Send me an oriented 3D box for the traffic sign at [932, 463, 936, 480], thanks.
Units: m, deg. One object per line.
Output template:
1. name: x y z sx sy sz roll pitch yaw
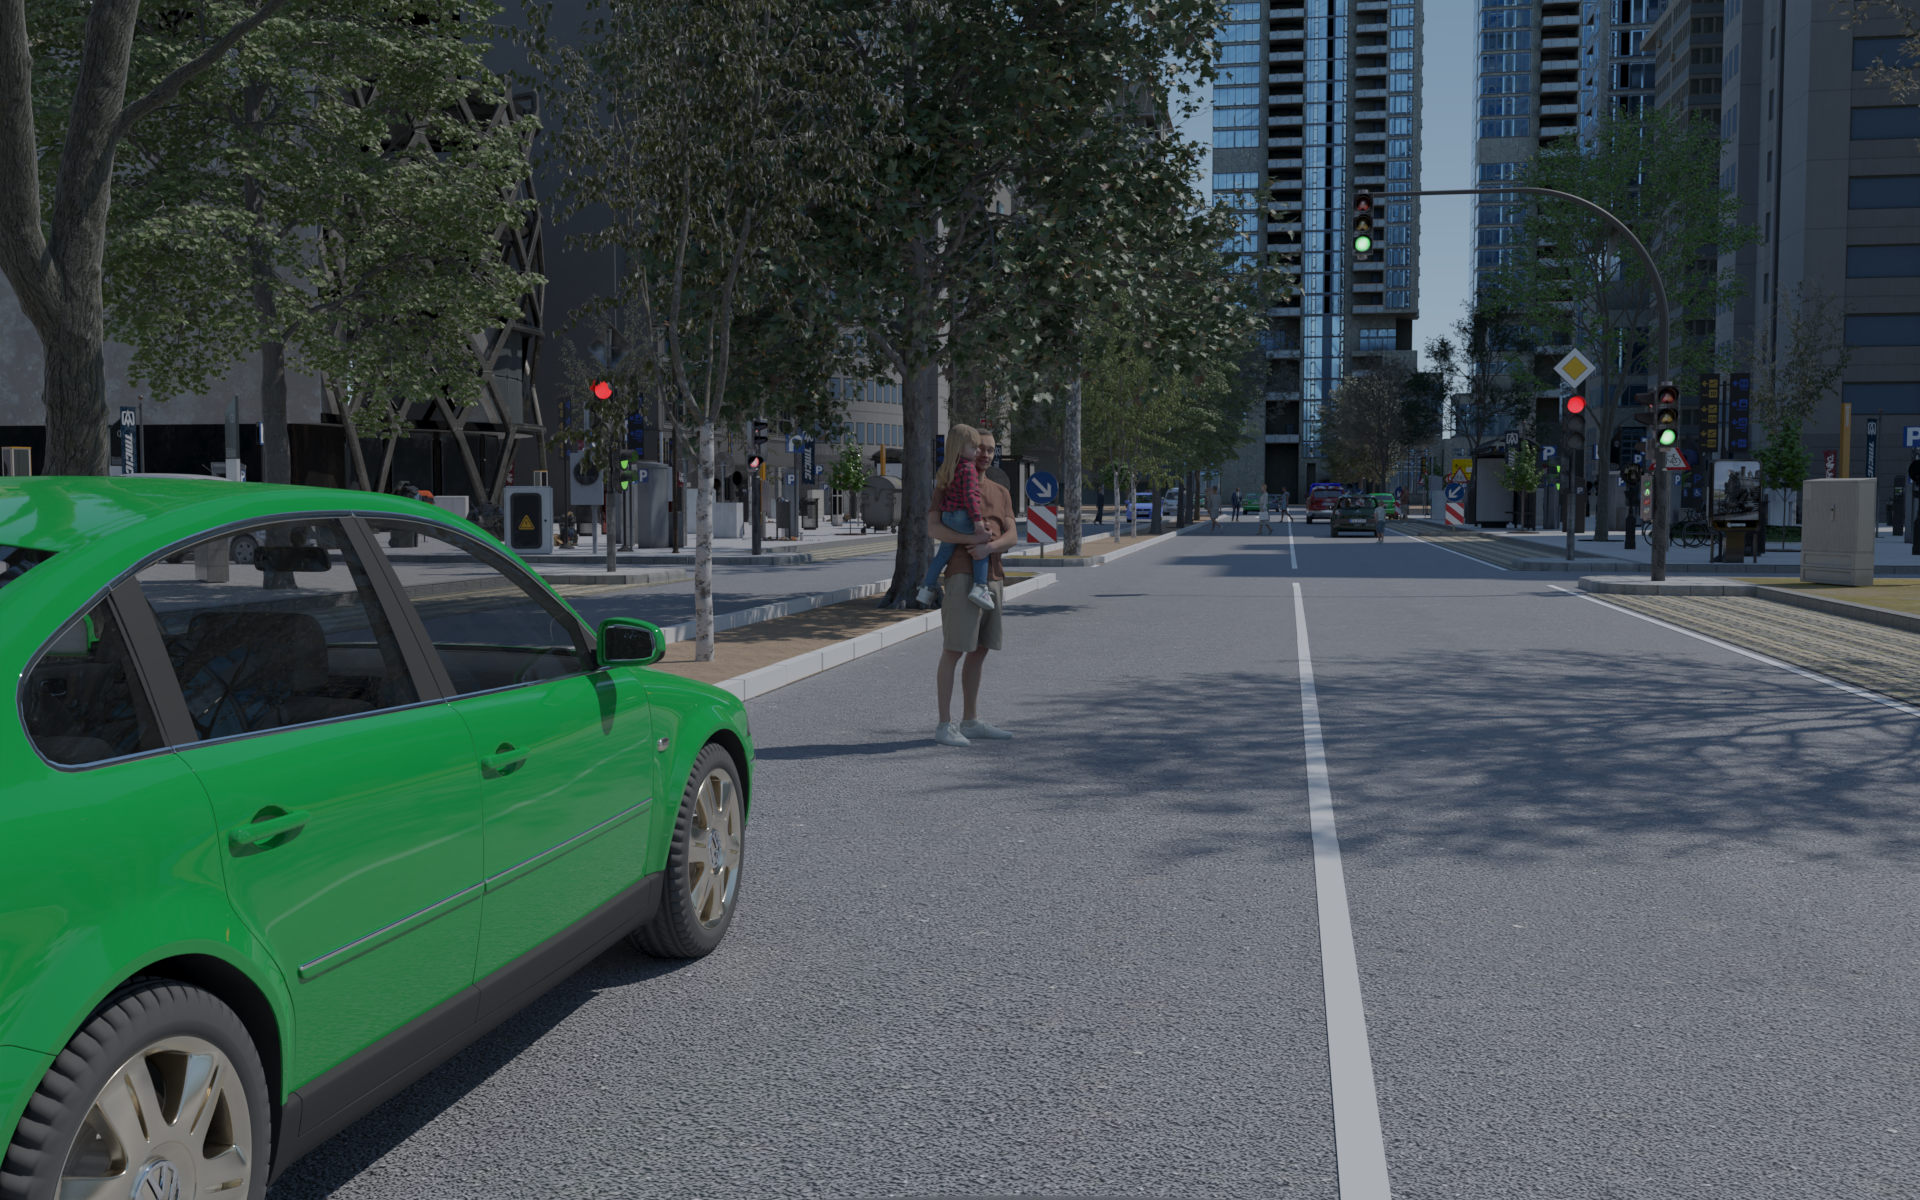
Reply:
1. traffic sign: -1.290 -4.217 69.050 0.768 2.556 0.104 1 4 13

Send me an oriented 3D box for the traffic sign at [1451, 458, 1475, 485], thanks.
1. traffic sign: 28.947 -6.365 97.946 2.265 3.308 0.079 1 4 13

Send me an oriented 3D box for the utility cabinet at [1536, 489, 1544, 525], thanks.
1. utility cabinet: 23.448 -3.735 69.741 1.173 1.500 0.318 3 5 40

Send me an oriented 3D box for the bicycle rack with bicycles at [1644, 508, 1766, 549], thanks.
1. bicycle rack with bicycles: 18.053 -1.736 41.763 2.925 0.926 2.852 1 4 14

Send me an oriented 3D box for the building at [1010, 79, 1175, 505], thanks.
1. building: 14.832 -38.705 222.063 27.495 52.752 28.713 1 4 11

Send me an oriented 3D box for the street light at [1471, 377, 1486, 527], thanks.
1. street light: 20.371 -5.834 68.173 0.468 5.910 1.993 1 4 11

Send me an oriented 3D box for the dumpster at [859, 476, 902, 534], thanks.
1. dumpster: -2.504 -3.093 56.335 1.264 1.857 1.865 1 4 11

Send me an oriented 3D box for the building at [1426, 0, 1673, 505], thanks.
1. building: 73.360 -54.656 206.301 31.000 86.520 22.319 1 4 11

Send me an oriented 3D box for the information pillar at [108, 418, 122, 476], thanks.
1. information pillar: -24.879 -3.661 51.216 0.183 3.616 0.504 2 4 34

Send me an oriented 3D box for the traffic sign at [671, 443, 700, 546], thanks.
1. traffic sign: -6.761 -2.600 42.618 0.768 2.556 0.104 1 4 13

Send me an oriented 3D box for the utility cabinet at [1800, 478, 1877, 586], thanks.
1. utility cabinet: 12.330 -0.959 24.357 0.318 1.500 1.173 -1 4 -9

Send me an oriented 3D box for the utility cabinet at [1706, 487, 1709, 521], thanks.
1. utility cabinet: 23.735 -2.760 53.808 0.318 1.500 1.173 -1 4 -17

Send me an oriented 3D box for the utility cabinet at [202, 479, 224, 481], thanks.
1. utility cabinet: -10.976 -1.023 25.398 0.318 1.500 1.173 -2 4 -32

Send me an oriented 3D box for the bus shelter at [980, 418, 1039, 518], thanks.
1. bus shelter: 2.599 -7.136 94.302 2.179 5.291 8.768 1 4 11

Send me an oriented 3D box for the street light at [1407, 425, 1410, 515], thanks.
1. street light: 27.579 -8.177 106.483 0.468 5.910 1.993 1 4 11

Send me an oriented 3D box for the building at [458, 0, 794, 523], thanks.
1. building: -18.192 -17.996 87.734 14.314 27.812 24.014 1 4 11

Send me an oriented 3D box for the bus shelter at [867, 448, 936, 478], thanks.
1. bus shelter: -2.581 -5.191 78.789 2.014 3.302 5.546 1 4 11

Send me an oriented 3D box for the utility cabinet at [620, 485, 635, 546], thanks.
1. utility cabinet: -8.266 -2.099 42.990 0.318 1.500 1.173 -1 4 -13

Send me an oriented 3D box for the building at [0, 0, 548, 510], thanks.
1. building: -23.991 -11.902 62.045 16.820 18.784 16.811 1 4 11

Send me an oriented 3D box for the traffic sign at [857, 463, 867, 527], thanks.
1. traffic sign: -4.023 -4.178 68.414 0.768 2.556 0.104 1 4 17

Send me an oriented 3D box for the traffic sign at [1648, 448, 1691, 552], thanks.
1. traffic sign: 15.759 -2.355 38.507 0.884 2.594 0.081 1 4 15

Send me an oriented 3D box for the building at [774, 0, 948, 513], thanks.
1. building: -13.887 -35.841 127.999 21.231 58.520 28.212 1 4 11

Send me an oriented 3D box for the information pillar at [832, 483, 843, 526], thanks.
1. information pillar: -4.868 -3.929 68.724 0.304 2.012 0.304 3 4 39

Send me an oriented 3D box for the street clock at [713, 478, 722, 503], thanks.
1. street clock: -10.985 -4.515 78.392 0.471 2.002 0.358 1 4 16

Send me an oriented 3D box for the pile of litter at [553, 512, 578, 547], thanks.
1. pile of litter: -10.007 -1.776 43.003 1.176 0.858 1.719 0 4 4

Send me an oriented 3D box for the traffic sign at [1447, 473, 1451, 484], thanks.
1. traffic sign: 28.593 -6.129 100.309 0.768 2.556 0.104 1 4 18

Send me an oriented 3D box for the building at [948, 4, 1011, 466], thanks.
1. building: -7.186 -33.131 165.400 21.600 48.544 21.300 1 4 11

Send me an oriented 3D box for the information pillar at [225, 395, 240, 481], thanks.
1. information pillar: -17.234 -3.041 41.081 0.504 3.616 0.183 3 4 37

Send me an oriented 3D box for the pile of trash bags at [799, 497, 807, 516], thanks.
1. pile of trash bags: -10.422 -5.630 101.797 3.447 1.369 1.912 0 4 -1

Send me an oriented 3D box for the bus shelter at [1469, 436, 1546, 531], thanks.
1. bus shelter: 19.736 -4.209 62.739 2.014 3.302 5.546 1 4 11

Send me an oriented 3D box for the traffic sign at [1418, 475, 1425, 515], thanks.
1. traffic sign: 28.635 -6.533 106.926 0.768 2.556 0.104 1 4 14

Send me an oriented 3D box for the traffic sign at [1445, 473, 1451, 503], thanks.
1. traffic sign: 29.684 -6.406 104.838 0.768 2.556 0.104 1 4 13

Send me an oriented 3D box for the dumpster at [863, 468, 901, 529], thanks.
1. dumpster: -2.818 -3.816 64.889 1.502 2.255 1.985 1 4 11

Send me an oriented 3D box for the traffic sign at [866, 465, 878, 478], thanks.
1. traffic sign: -3.925 -4.562 74.699 0.768 2.556 0.104 1 4 14

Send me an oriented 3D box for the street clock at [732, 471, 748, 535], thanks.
1. street clock: -6.824 -3.008 53.749 0.471 2.002 0.358 3 5 42

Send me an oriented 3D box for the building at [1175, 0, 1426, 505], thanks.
1. building: 42.980 -55.034 212.476 31.000 86.520 22.319 1 4 11

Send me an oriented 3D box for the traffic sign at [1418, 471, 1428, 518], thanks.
1. traffic sign: 25.357 -5.769 94.335 0.884 2.594 0.081 1 4 11

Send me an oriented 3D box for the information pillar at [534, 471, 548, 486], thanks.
1. information pillar: -13.247 -3.075 54.761 0.304 2.012 0.304 2 4 31

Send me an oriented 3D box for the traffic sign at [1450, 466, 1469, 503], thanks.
1. traffic sign: 23.380 -4.961 81.120 0.884 2.594 0.081 1 4 11

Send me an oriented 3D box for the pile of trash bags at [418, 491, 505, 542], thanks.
1. pile of trash bags: -13.093 -2.273 46.921 3.447 1.369 1.912 -2 4 -25

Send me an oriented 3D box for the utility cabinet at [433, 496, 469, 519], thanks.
1. utility cabinet: -15.684 -2.582 53.378 1.020 1.237 0.306 0 4 5

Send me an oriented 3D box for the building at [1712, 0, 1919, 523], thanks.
1. building: 50.203 -33.353 87.318 21.231 58.520 28.212 1 4 11

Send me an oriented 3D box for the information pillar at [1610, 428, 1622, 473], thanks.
1. information pillar: 23.410 -4.312 61.857 0.183 3.616 0.504 -1 4 -22

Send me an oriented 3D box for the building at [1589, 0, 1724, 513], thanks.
1. building: 61.862 -26.153 119.483 32.217 40.220 23.993 1 4 11

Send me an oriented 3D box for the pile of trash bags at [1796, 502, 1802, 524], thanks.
1. pile of trash bags: 35.468 -3.898 73.492 1.912 1.369 3.447 3 5 44

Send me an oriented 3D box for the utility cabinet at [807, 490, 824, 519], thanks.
1. utility cabinet: -7.514 -4.972 89.977 0.318 1.500 1.173 2 4 26

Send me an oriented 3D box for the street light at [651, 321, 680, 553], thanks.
1. street light: -6.156 -3.947 37.315 0.468 5.910 1.993 1 4 11

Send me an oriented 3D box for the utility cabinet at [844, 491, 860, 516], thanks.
1. utility cabinet: -6.104 -5.440 97.629 0.318 1.500 1.173 -3 4 -38

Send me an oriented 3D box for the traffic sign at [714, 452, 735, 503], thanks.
1. traffic sign: -7.125 -3.179 52.077 0.768 2.556 0.104 1 4 18

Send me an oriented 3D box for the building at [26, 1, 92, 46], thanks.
1. building: -53.775 -16.155 68.653 34.151 26.468 19.350 1 4 11

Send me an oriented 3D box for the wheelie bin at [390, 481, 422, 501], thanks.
1. wheelie bin: -13.329 -2.060 41.587 0.693 1.594 0.980 0 4 1

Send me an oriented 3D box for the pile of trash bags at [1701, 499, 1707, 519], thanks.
1. pile of trash bags: 35.451 -4.326 80.483 3.447 1.369 1.912 -3 5 -42

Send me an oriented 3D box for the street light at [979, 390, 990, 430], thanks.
1. street light: 1.127 -6.289 75.611 0.468 5.910 1.993 1 4 11

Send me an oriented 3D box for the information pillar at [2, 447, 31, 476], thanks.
1. information pillar: -14.789 -1.389 27.200 0.304 2.012 0.304 2 4 35
